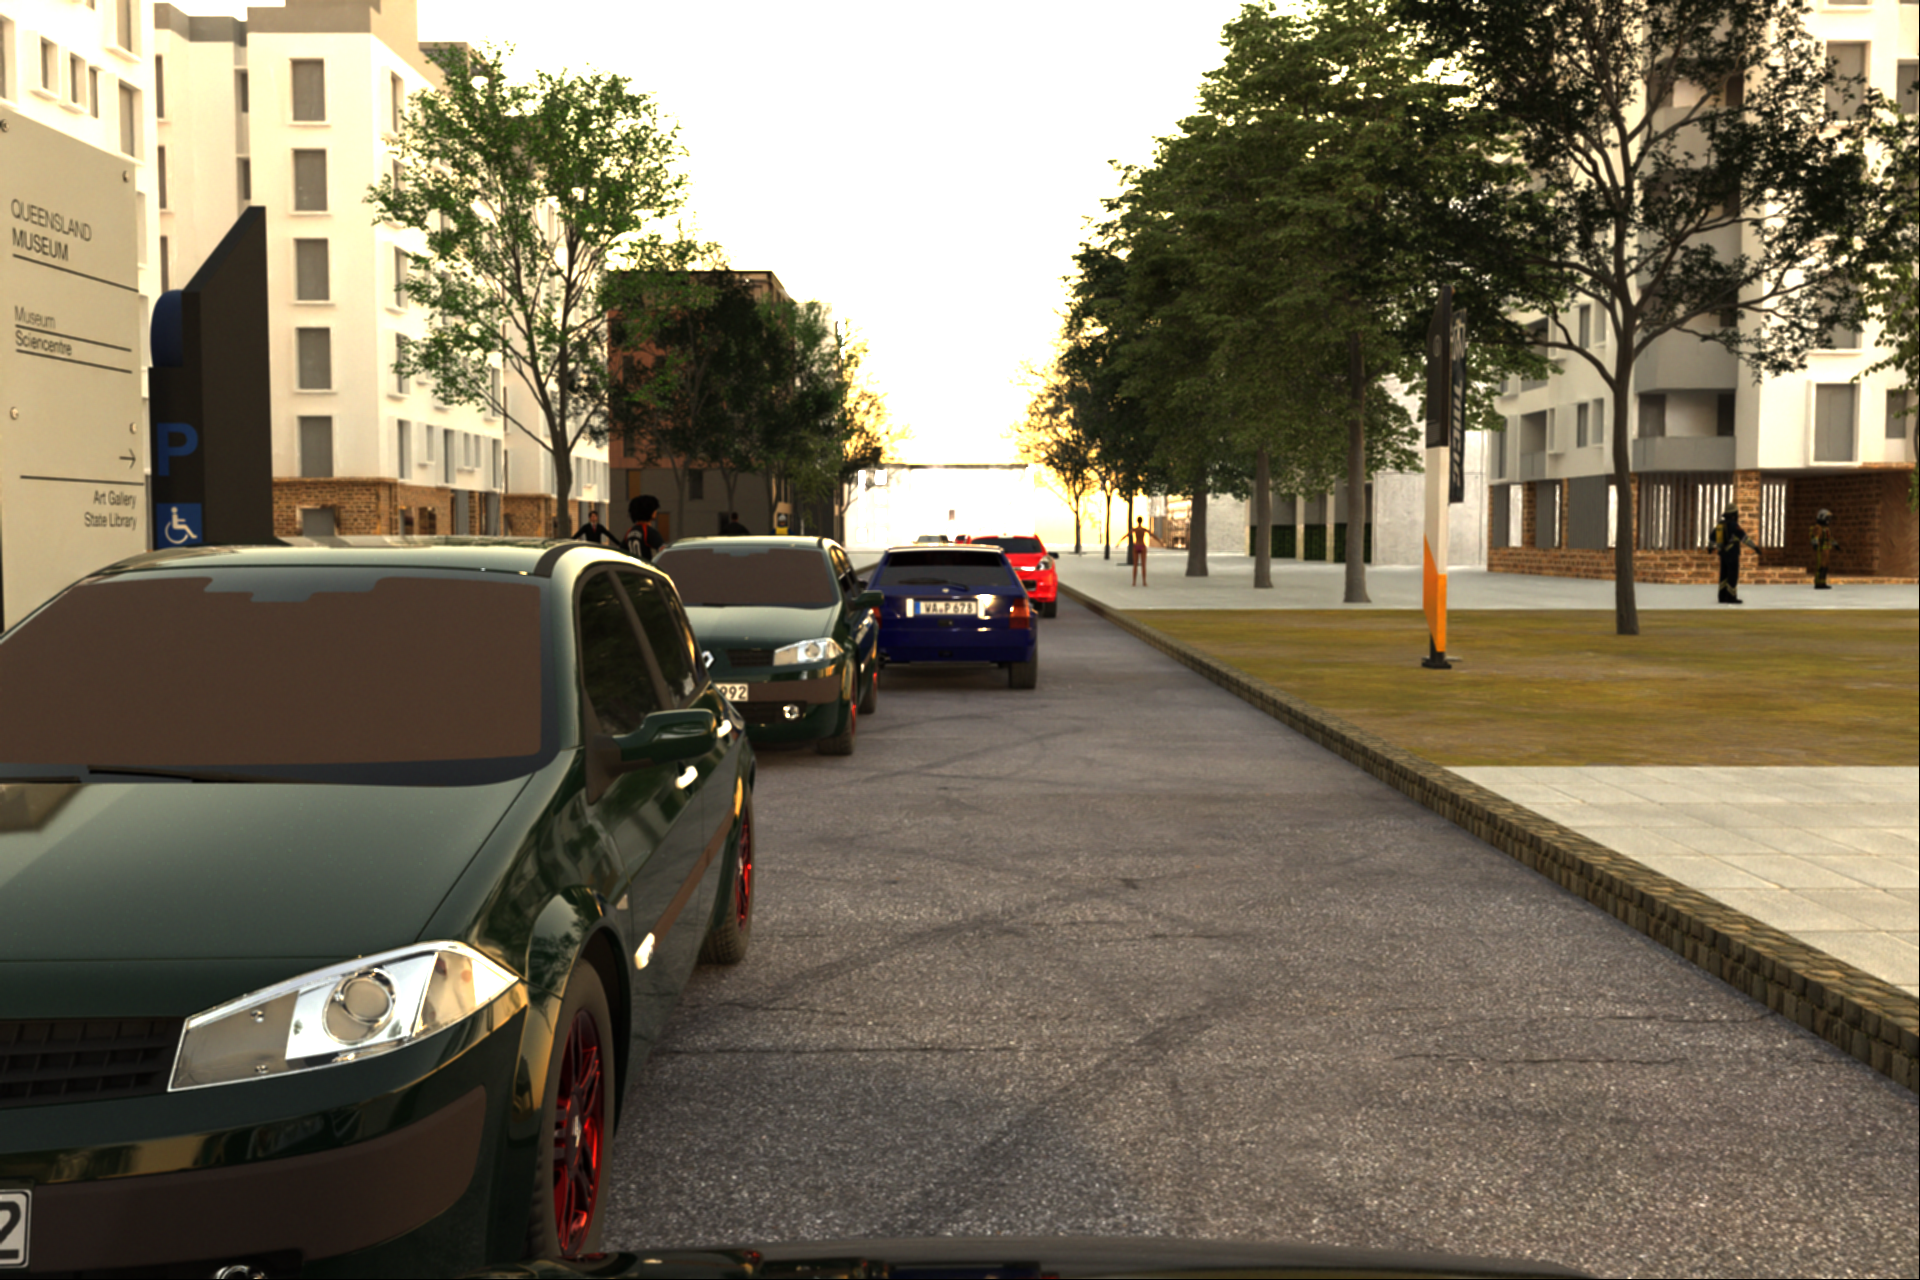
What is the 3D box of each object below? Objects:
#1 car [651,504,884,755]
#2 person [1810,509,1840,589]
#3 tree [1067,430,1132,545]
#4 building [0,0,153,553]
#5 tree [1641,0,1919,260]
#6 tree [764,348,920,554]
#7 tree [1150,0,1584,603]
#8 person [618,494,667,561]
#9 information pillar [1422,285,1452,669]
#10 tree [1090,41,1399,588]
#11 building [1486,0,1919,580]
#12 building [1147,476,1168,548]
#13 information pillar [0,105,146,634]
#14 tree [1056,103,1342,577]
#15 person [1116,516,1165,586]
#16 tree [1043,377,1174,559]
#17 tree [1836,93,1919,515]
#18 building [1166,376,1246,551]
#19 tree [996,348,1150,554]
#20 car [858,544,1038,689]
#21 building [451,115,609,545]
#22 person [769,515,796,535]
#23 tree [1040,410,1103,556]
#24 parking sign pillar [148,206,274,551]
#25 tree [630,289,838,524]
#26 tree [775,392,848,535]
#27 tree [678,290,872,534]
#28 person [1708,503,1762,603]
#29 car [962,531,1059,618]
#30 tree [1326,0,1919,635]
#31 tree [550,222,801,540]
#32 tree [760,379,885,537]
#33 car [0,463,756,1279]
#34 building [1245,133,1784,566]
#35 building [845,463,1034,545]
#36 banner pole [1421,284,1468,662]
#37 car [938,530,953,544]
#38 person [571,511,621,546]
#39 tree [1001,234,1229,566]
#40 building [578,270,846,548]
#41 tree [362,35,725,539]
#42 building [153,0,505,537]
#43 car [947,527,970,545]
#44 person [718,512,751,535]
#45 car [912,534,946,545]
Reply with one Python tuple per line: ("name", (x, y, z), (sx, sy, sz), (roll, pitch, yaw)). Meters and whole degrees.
("car", (-1.523, -0.163, 12.450), (2.009, 1.686, 4.222), (0, 4, 0))
("person", (20.121, -2.115, 40.346), (1.354, 1.858, 0.705), (-3, 5, -42))
("tree", (17.511, -21.443, 206.478), (12.611, 20.169, 13.585), (0, 3, 0))
("building", (-27.713, -10.980, 35.943), (16.016, 20.090, 11.380), (0, 4, 1))
("tree", (7.236, -4.591, 9.481), (8.767, 10.594, 7.601), (3, 5, 40))
("tree", (-7.766, -12.434, 113.667), (12.009, 13.543, 11.850), (0, 3, 0))
("tree", (7.338, -6.948, 31.731), (7.486, 12.596, 7.792), (0, 3, 0))
("person", (-3.145, -0.544, 17.502), (1.345, 1.843, 0.704), (3, 5, 43))
("information pillar", (4.568, -1.543, 16.588), (0.183, 3.616, 0.504), (0, 4, -2))
("tree", (6.804, -7.502, 40.786), (7.486, 12.596, 7.792), (0, 3, 0))
("building", (22.838, -12.237, 56.497), (16.016, 20.090, 11.380), (0, 4, 0))
("building", (23.583, -19.156, 169.617), (16.016, 20.090, 11.380), (0, 4, 0))
("information pillar", (-5.319, -1.160, 10.277), (0.184, 3.620, 1.656), (0, 4, 1))
("tree", (7.166, -8.907, 52.280), (9.857, 13.997, 8.962), (0, 3, 0))
("person", (4.450, -2.202, 42.812), (1.217, 1.733, 0.721), (1, 4, 11))
("tree", (7.740, -9.357, 87.406), (7.601, 10.594, 8.767), (-2, 4, -28))
("tree", (15.381, -4.677, 26.827), (4.737, 8.622, 4.395), (0, 3, 0))
("building", (26.875, -18.827, 138.750), (19.493, 23.208, 18.063), (0, 4, 0))
("tree", (7.448, -12.278, 111.119), (12.009, 13.543, 11.850), (0, 3, 0))
("car", (-0.172, -0.292, 17.357), (1.945, 1.354, 3.894), (0, 4, -1))
("building", (-23.825, -13.658, 79.730), (16.016, 20.090, 11.380), (0, 4, 1))
("person", (-4.556, -2.335, 44.638), (1.216, 1.772, 0.721), (0, 4, 5))
("tree", (7.052, -9.124, 99.539), (4.360, 8.622, 3.978), (0, 3, 0))
("parking sign pillar", (-5.902, -1.543, 13.694), (1.447, 3.967, 1.447), (0, 3, 0))
("tree", (-8.200, -7.887, 63.362), (8.767, 10.594, 7.601), (1, 4, 15))
("tree", (-7.819, -8.437, 88.309), (4.737, 8.622, 4.395), (0, 3, 0))
("tree", (-7.819, -8.995, 72.831), (9.928, 11.665, 9.643), (0, 3, 0))
("person", (14.299, -1.611, 32.124), (0.705, 1.856, 1.354), (-1, 4, -16))
("car", (0.740, -1.351, 31.137), (2.155, 1.783, 4.494), (0, 4, -1))
("tree", (8.207, -5.352, 21.917), (7.601, 10.594, 8.767), (1, 4, 11))
("tree", (-8.711, -7.235, 52.707), (8.767, 10.594, 7.601), (0, 4, 6))
("tree", (-8.121, -10.317, 103.103), (8.767, 10.594, 7.601), (1, 4, 21))
("car", (-1.550, 0.329, 4.411), (2.009, 1.686, 4.222), (0, 4, 0))
("building", (25.018, -13.363, 84.938), (16.747, 18.905, 31.486), (0, 3, 0))
("building", (-5.758, -15.898, 204.539), (28.070, 9.664, 9.099), (1, 4, 10))
("banner pole", (4.900, -1.666, 17.255), (0.401, 3.779, 0.863), (0, 4, -1))
("car", (-1.466, -6.472, 115.597), (2.009, 1.686, 4.222), (0, 4, 0))
("person", (-8.330, -2.034, 39.436), (1.347, 1.806, 0.705), (-2, 4, -24))
("tree", (6.900, -9.811, 70.780), (12.009, 13.543, 11.850), (0, 3, 0))
("building", (-25.012, -18.756, 150.634), (27.936, 21.610, 32.646), (0, 4, 0))
("tree", (-8.523, -6.787, 36.726), (9.928, 11.665, 9.643), (0, 3, 0))
("building", (-23.456, -12.284, 57.258), (16.016, 20.090, 11.380), (0, 4, 0))
("car", (0.411, -4.840, 88.169), (2.155, 1.783, 4.494), (0, 4, 0))
("person", (-5.388, -2.162, 41.569), (1.346, 1.802, 0.704), (1, 4, 9))
("car", (-1.802, -5.593, 101.662), (2.015, 1.641, 3.980), (0, 4, 0))
